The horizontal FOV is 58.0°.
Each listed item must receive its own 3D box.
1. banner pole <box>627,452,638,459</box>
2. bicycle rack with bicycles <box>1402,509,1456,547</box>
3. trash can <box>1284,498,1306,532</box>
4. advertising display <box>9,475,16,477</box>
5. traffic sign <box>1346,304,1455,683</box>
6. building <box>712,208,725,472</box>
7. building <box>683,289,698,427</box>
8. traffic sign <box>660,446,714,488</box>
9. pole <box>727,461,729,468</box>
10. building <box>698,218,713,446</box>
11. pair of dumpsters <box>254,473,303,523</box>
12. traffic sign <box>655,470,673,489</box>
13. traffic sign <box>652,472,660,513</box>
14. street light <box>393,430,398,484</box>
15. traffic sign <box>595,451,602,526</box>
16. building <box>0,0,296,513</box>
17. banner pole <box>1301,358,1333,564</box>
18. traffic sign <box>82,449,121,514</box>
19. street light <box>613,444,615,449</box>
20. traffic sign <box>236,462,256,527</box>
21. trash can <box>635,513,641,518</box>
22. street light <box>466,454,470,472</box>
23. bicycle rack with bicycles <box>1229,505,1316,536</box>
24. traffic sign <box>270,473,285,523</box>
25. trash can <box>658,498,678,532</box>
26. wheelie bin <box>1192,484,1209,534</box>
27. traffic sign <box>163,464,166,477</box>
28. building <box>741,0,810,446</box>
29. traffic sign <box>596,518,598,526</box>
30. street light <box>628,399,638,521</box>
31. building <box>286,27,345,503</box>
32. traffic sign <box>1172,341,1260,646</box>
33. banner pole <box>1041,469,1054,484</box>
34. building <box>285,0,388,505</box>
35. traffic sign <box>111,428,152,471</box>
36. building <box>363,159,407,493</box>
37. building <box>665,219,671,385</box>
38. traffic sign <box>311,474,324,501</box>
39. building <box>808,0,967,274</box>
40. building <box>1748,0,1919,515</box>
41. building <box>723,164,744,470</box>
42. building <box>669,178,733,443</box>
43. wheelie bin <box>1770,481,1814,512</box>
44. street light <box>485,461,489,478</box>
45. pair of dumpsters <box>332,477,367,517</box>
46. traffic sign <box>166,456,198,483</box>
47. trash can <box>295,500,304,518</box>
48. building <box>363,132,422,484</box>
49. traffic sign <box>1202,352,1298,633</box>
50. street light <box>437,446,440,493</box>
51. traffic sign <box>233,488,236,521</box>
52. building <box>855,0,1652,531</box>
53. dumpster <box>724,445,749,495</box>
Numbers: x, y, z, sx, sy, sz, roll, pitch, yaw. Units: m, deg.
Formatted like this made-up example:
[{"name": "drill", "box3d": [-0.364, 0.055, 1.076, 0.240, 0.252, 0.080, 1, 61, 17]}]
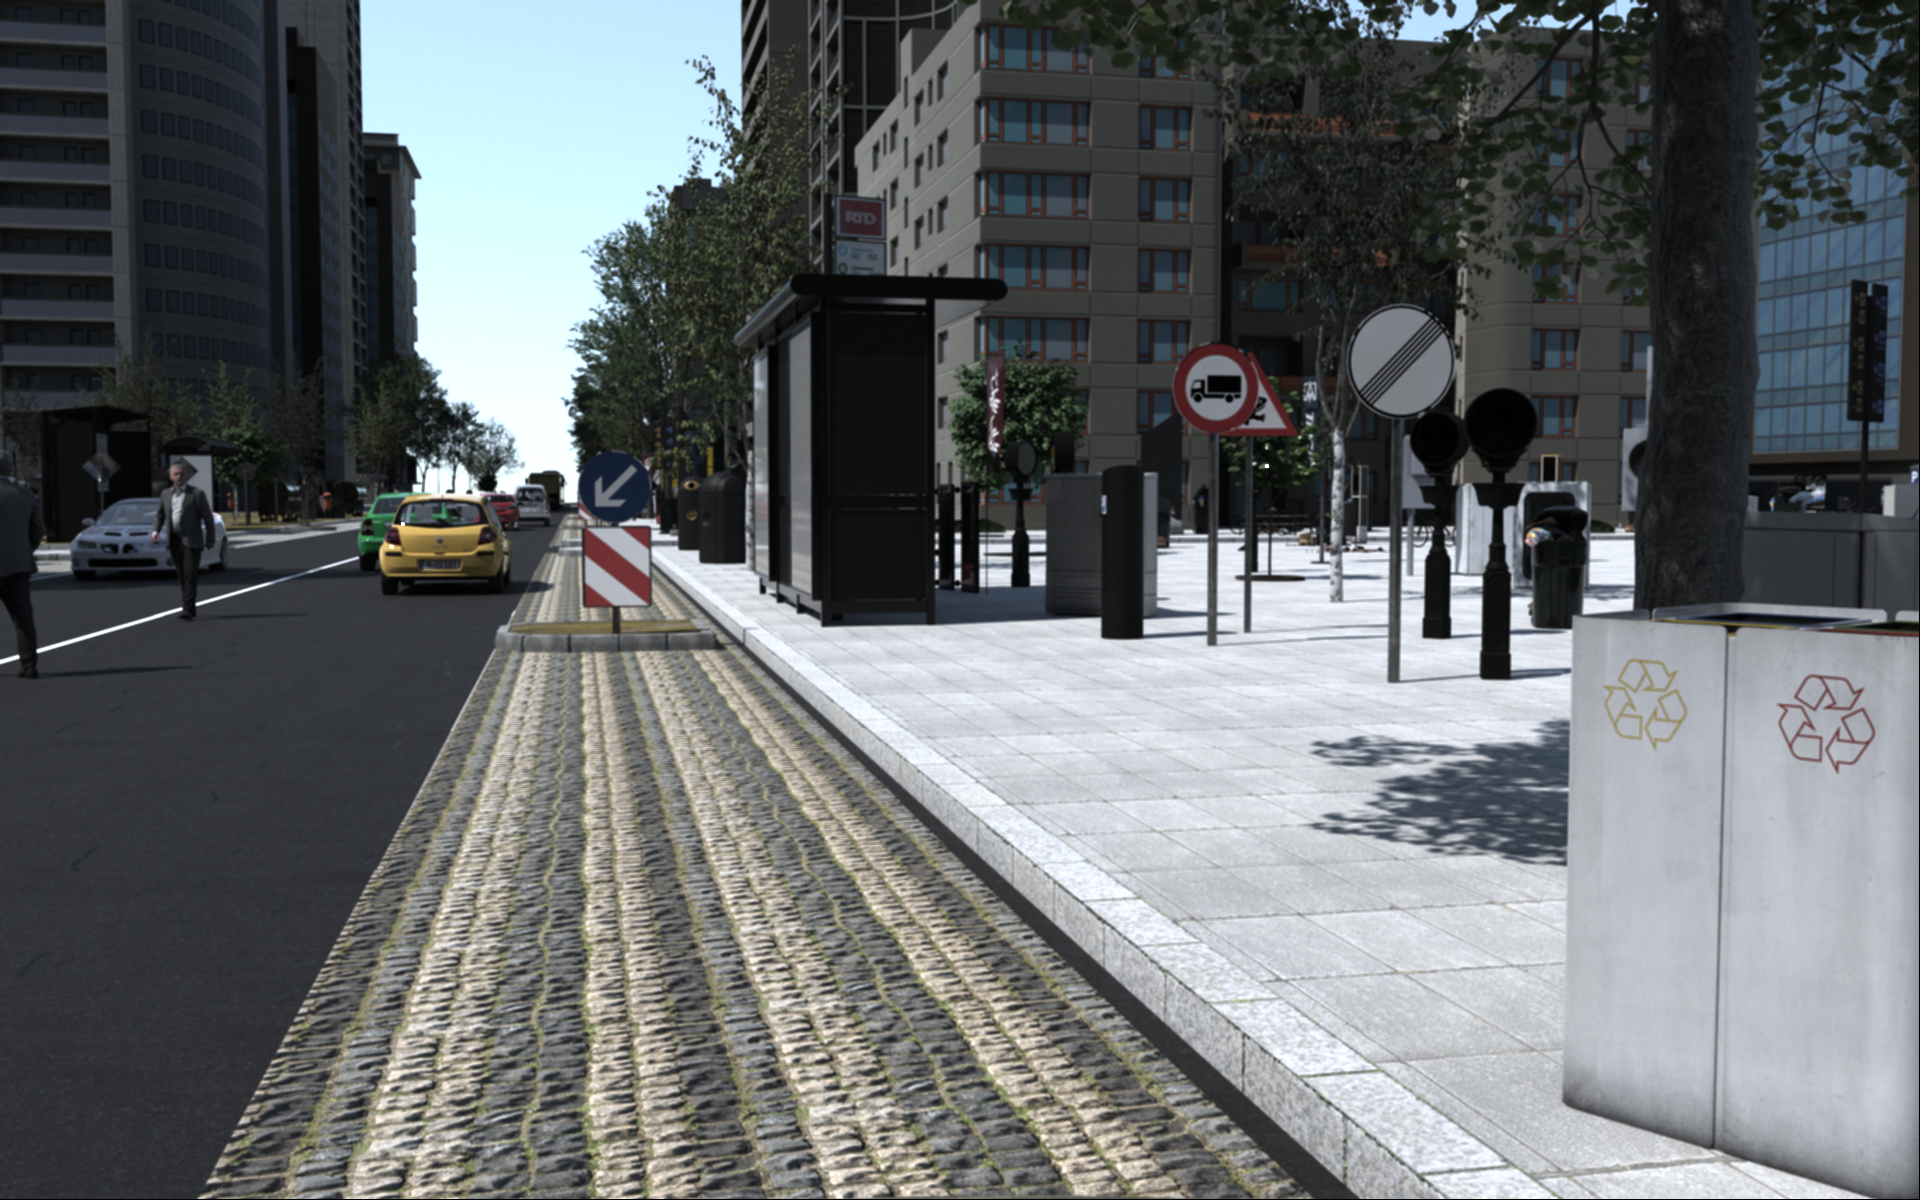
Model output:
[{"name": "banner pole", "box3d": [-19.781, -6.994, 104.375, 0.863, 3.779, 0.401, -1, 4, -14]}, {"name": "bicycle rack with bicycles", "box3d": [11.956, -1.719, 41.490, 2.925, 0.926, 2.852, -3, 4, -36]}, {"name": "trash can", "box3d": [11.454, -2.912, 59.263, 0.748, 1.137, 0.748, 0, 3, 0]}, {"name": "advertising display", "box3d": [-32.500, -3.284, 58.903, 0.123, 1.923, 0.974, 1, 4, 18]}, {"name": "traffic sign", "box3d": [2.953, -0.710, 11.716, 0.768, 2.556, 0.104, -1, 4, -9]}, {"name": "building", "box3d": [-16.164, -24.290, 168.834, 14.160, 30.474, 14.107, -1, 4, -12]}, {"name": "building", "box3d": [-30.055, -28.160, 232.120, 14.160, 30.474, 14.107, -1, 4, -12]}, {"name": "traffic sign", "box3d": [-11.602, -4.881, 73.674, 2.265, 3.308, 0.079, -1, 4, -11]}, {"name": "pole", "box3d": [-14.190, -6.864, 106.077, 0.158, 3.312, 0.155, 0, 3, 0]}, {"name": "building", "box3d": [-19.694, -25.137, 182.693, 14.160, 30.474, 14.107, -1, 4, -12]}, {"name": "pair of dumpsters", "box3d": [-31.301, -4.714, 79.569, 1.574, 2.255, 4.437, -1, 4, -12]}, {"name": "traffic sign", "box3d": [-17.915, -6.734, 103.968, 2.265, 3.308, 0.079, -1, 4, -9]}, {"name": "traffic sign", "box3d": [-17.723, -6.170, 100.986, 0.768, 2.556, 0.104, -1, 4, -11]}, {"name": "street light", "box3d": [-39.407, -9.063, 120.972, 0.468, 5.910, 1.993, -1, 4, -12]}, {"name": "traffic sign", "box3d": [-8.432, -2.262, 40.632, 0.795, 2.450, 0.064, -1, 4, -12]}, {"name": "building", "box3d": [-62.729, -35.795, 127.243, 21.231, 58.520, 28.212, -1, 4, -12]}, {"name": "banner pole", "box3d": [6.580, -2.575, 32.115, 0.401, 3.779, 0.863, -2, 4, -28]}, {"name": "traffic sign", "box3d": [-18.978, -2.122, 38.331, 0.795, 2.450, 0.064, -1, 4, -12]}, {"name": "street light", "box3d": [-24.269, -9.094, 121.467, 0.468, 5.910, 1.993, -1, 4, -12]}, {"name": "traffic sign", "box3d": [-28.147, -4.170, 68.279, 0.768, 2.556, 0.104, 0, 4, -3]}, {"name": "trash can", "box3d": [-17.191, -4.894, 91.664, 0.748, 1.137, 0.748, 0, 3, 0]}, {"name": "street light", "box3d": [-57.218, -14.007, 201.806, 0.468, 5.910, 1.993, -1, 4, -12]}, {"name": "bicycle rack with bicycles", "box3d": [9.852, -2.520, 54.582, 2.925, 0.926, 2.852, 2, 4, 29]}, {"name": "traffic sign", "box3d": [-30.267, -4.683, 76.675, 0.768, 2.556, 0.104, 0, 4, -7]}, {"name": "trash can", "box3d": [-9.724, -2.828, 57.886, 0.748, 1.137, 0.748, 0, 3, 0]}, {"name": "wheelie bin", "box3d": [7.846, -2.928, 55.788, 0.693, 1.594, 0.980, 0, 4, -1]}, {"name": "traffic sign", "box3d": [-30.326, -4.077, 66.764, 0.768, 2.556, 0.104, 0, 4, -4]}, {"name": "building", "box3d": [-5.653, -31.448, 137.869, 21.300, 48.544, 21.600, -1, 4, -12]}, {"name": "traffic sign", "box3d": [-10.156, -2.739, 48.429, 0.795, 2.450, 0.064, -1, 4, -12]}, {"name": "street light", "box3d": [-15.671, -6.751, 83.168, 0.468, 5.910, 1.993, -1, 4, -12]}, {"name": "building", "box3d": [-68.925, -31.784, 169.779, 14.600, 45.320, 14.200, -1, 4, -12]}, {"name": "traffic sign", "box3d": [2.134, -0.885, 14.583, 0.768, 2.556, 0.104, -1, 4, -12]}, {"name": "banner pole", "box3d": [2.785, -3.817, 52.417, 0.863, 3.779, 0.401, -2, 4, -32]}, {"name": "building", "box3d": [-83.029, -47.541, 215.539, 20.563, 71.187, 20.611, -1, 4, -12]}, {"name": "traffic sign", "box3d": [-25.981, -3.626, 53.151, 2.265, 3.308, 0.079, 0, 4, -4]}, {"name": "building", "box3d": [-83.078, -35.736, 234.398, 14.600, 45.320, 14.200, -1, 4, -12]}, {"name": "building", "box3d": [-34.229, -37.509, 267.897, 22.147, 44.769, 28.867, -1, 4, -12]}, {"name": "traffic sign", "box3d": [-40.057, -6.602, 108.044, 0.768, 2.556, 0.104, 0, 4, -8]}, {"name": "building", "box3d": [-0.617, -41.288, 113.315, 20.563, 71.187, 20.611, -1, 4, -12]}, {"name": "building", "box3d": [45.038, -26.144, 77.569, 14.200, 45.320, 14.600, -1, 4, -12]}, {"name": "building", "box3d": [-13.143, -23.448, 155.080, 14.160, 30.474, 14.107, -1, 4, -12]}, {"name": "building", "box3d": [-33.746, -36.429, 245.717, 14.600, 45.320, 14.200, -1, 4, -12]}, {"name": "wheelie bin", "box3d": [19.431, -1.994, 40.515, 0.980, 1.594, 0.693, 3, 4, 36]}, {"name": "street light", "box3d": [-65.460, -16.319, 239.598, 0.468, 5.910, 1.993, -1, 4, -12]}, {"name": "pair of dumpsters", "box3d": [-34.867, -5.889, 98.778, 1.574, 2.255, 4.437, -1, 4, -12]}, {"name": "traffic sign", "box3d": [-20.701, -2.599, 46.128, 0.795, 2.450, 0.064, -1, 4, -12]}, {"name": "trash can", "box3d": [-35.859, -5.052, 94.253, 0.748, 1.137, 0.748, 0, 3, 0]}, {"name": "building", "box3d": [-94.333, -40.636, 253.642, 28.713, 52.752, 27.495, -1, 4, -12]}, {"name": "traffic sign", "box3d": [2.659, -0.975, 15.951, 0.884, 2.594, 0.081, 0, 4, -4]}, {"name": "street light", "box3d": [-47.641, -11.340, 158.193, 0.468, 5.910, 1.993, -1, 4, -12]}, {"name": "traffic sign", "box3d": [-34.466, -5.023, 82.229, 0.768, 2.556, 0.104, 0, 4, -8]}, {"name": "building", "box3d": [11.835, -14.154, 76.458, 28.899, 21.520, 27.650, -1, 4, -12]}, {"name": "dumpster", "box3d": [-4.215, -2.024, 35.585, 1.502, 2.255, 1.985, -1, 4, -12]}]
